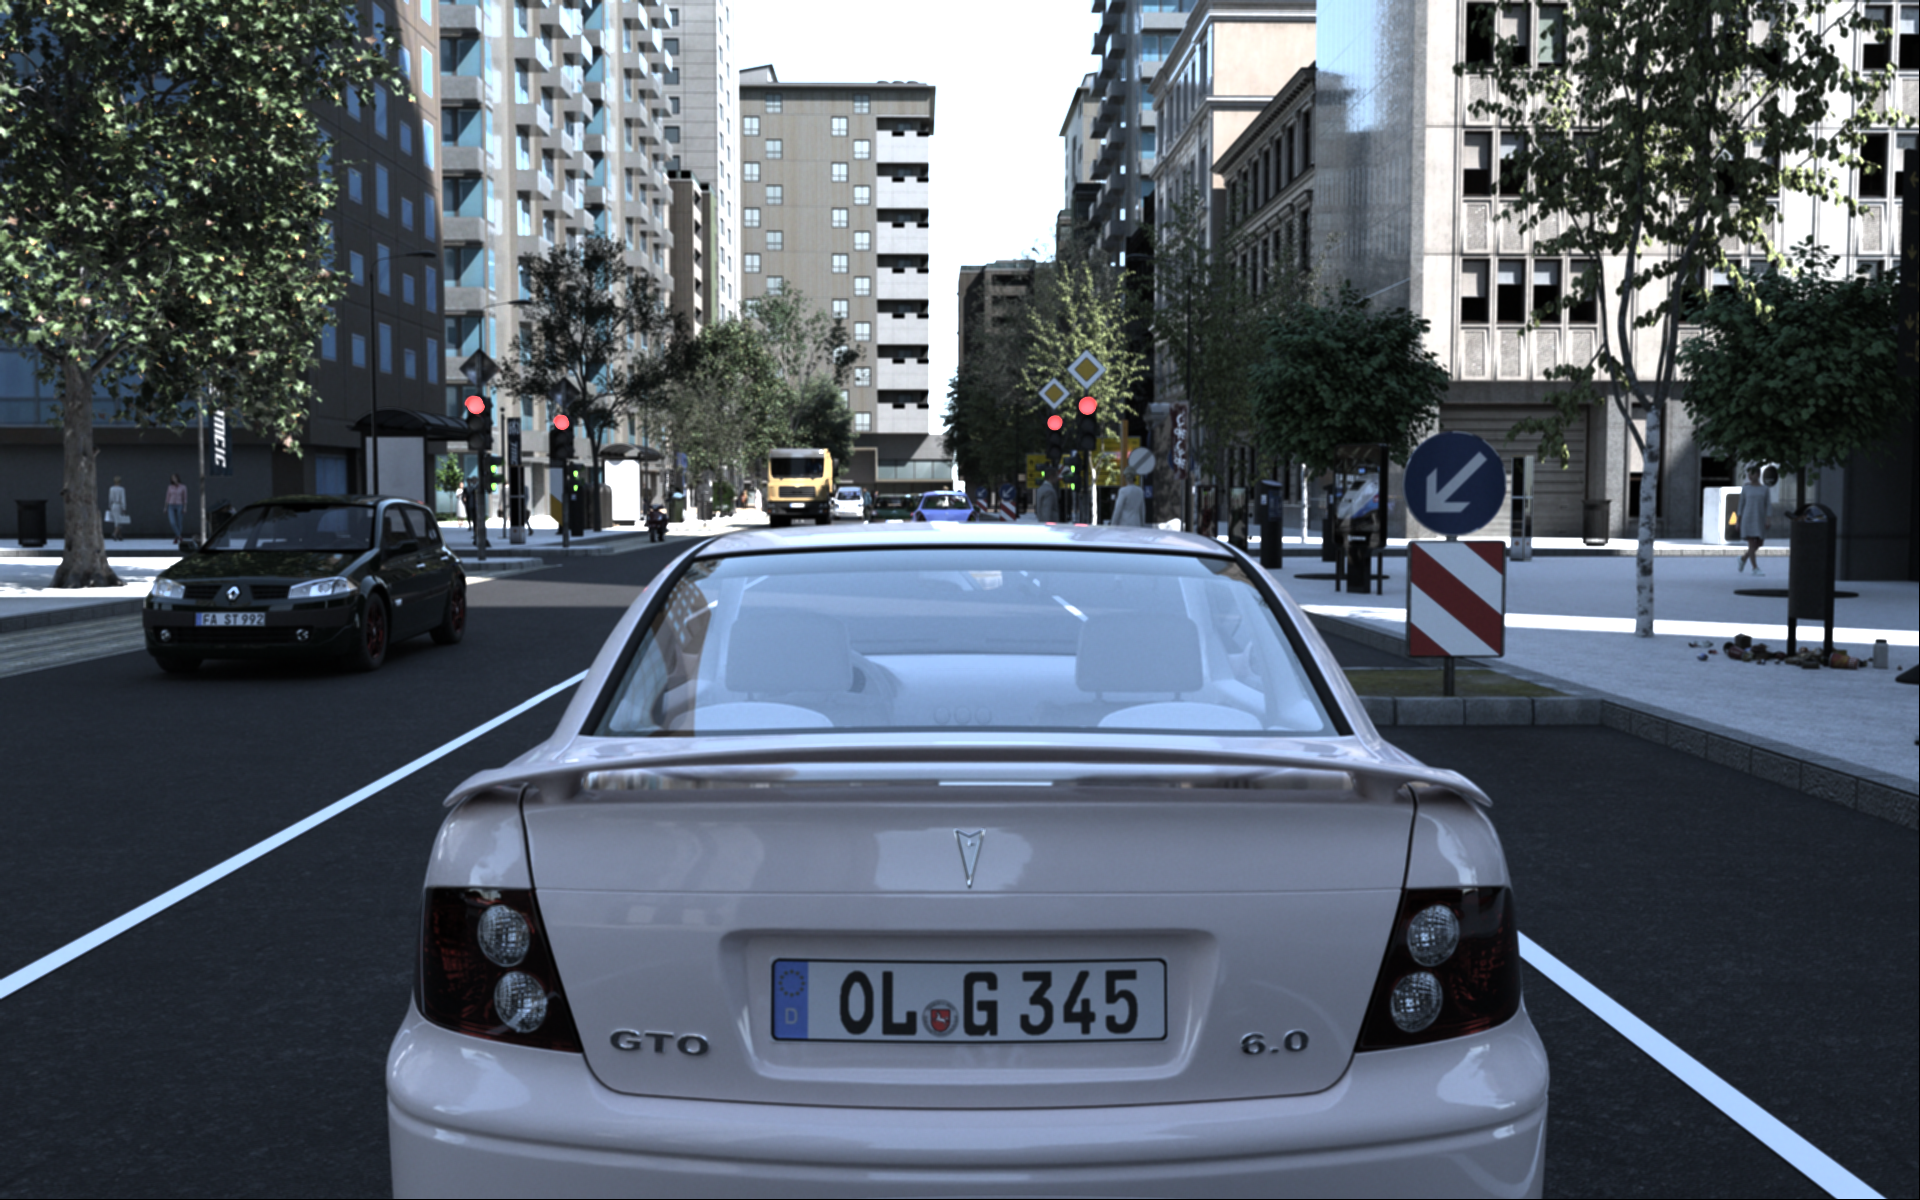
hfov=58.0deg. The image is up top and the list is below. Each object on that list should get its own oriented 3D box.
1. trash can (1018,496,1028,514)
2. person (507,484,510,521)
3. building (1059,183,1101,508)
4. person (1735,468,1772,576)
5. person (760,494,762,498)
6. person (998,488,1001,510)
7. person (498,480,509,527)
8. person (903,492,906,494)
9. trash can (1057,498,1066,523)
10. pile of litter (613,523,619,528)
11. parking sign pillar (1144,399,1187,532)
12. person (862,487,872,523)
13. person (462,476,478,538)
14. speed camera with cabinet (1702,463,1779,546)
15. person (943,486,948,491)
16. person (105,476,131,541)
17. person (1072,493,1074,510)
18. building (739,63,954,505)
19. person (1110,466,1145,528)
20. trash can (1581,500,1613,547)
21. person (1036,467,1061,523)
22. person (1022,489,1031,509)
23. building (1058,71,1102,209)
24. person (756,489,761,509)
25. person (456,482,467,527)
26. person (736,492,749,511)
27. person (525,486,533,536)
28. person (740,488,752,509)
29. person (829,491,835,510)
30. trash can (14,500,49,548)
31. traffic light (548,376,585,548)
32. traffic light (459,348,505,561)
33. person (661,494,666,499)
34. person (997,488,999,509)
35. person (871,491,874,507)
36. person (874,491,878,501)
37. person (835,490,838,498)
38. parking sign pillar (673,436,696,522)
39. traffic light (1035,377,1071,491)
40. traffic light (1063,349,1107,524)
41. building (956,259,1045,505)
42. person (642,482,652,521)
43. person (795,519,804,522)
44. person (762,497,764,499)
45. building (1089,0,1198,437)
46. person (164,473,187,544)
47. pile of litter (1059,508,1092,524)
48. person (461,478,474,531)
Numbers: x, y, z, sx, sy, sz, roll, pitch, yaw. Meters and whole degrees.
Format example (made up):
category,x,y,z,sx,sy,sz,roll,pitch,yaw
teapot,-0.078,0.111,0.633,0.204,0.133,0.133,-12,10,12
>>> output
category,x,y,z,sx,sy,sz,roll,pitch,yaw
trash can,3.985,-6.112,111.586,0.748,1.137,0.748,0,3,0
person,-21.692,-4.679,82.812,0.520,1.790,0.573,1,4,9
building,17.242,-23.956,163.383,14.160,30.474,14.107,0,4,-1
person,12.564,-1.266,27.500,0.466,1.731,0.760,-1,4,-12
person,-21.504,-11.167,189.554,0.756,1.711,0.436,1,4,17
person,3.340,-8.228,141.086,0.721,1.766,1.217,0,4,6
person,-17.467,-3.727,66.941,0.822,1.834,0.622,3,5,42
person,-4.840,-8.795,153.774,0.593,1.643,0.415,-2,4,-26
trash can,4.066,-3.677,71.776,0.748,1.137,0.748,0,3,0
pile of litter,-13.882,-3.236,66.878,1.176,0.858,1.719,-3,4,-38
parking sign pillar,5.803,-3.696,48.903,1.447,3.967,1.447,-3,4,-36
person,-4.393,-4.479,82.068,0.444,1.785,0.601,-1,4,-20
person,-14.069,-2.683,50.082,0.661,1.801,0.590,2,4,32
speed camera with cabinet,19.529,-2.992,43.250,2.038,3.252,0.660,-2,4,-25
person,-0.631,-4.414,80.894,0.641,1.798,0.478,1,4,23
person,-23.104,-2.509,47.422,0.694,1.780,0.624,2,4,24
person,8.960,-8.189,140.660,1.217,1.736,0.721,1,4,18
building,-14.699,-38.659,221.311,27.495,52.752,28.713,0,4,-1
person,2.514,-1.029,25.201,0.818,1.842,0.514,2,4,24
trash can,15.585,-1.883,42.438,0.748,1.137,0.748,0,3,0
person,1.234,-0.956,24.244,0.853,1.813,0.709,-1,4,-14
person,5.856,-8.871,151.879,0.742,1.727,0.445,-1,4,-20
building,27.367,-38.741,222.650,27.495,52.752,28.713,0,4,-1
person,-17.237,-8.604,147.394,0.621,1.740,0.551,0,4,3
person,-19.482,-3.742,67.798,0.524,1.755,0.480,2,4,29
person,-16.674,-7.566,133.002,1.065,1.426,0.557,1,4,14
person,-13.530,-2.889,53.397,0.709,1.813,0.853,1,4,21
person,-18.463,-8.749,149.187,1.348,1.812,0.705,2,4,29
person,-10.852,-8.419,146.980,1.217,1.723,0.721,-2,4,-26
trash can,-22.373,-1.841,41.754,0.748,1.137,0.748,0,3,0
traffic light,-9.419,-3.207,41.361,0.839,4.253,0.868,0,4,-1
traffic light,-9.227,-2.719,33.378,0.839,4.253,0.868,0,4,-1
person,-19.878,-6.802,118.073,1.217,1.723,0.721,2,4,25
person,3.330,-9.016,153.550,0.705,1.812,1.348,0,4,4
person,-9.797,-11.278,192.855,0.705,1.831,1.348,-1,4,-23
person,-6.892,-8.122,142.214,0.530,1.710,0.541,0,4,7
person,-9.729,-7.737,135.707,0.721,1.736,1.217,-1,4,-9
parking sign pillar,-13.114,-5.671,81.189,1.447,3.967,1.447,0,4,1
traffic light,2.239,-3.225,41.655,0.839,4.253,0.868,0,4,-1
traffic light,2.430,-2.737,33.672,0.839,4.253,0.868,0,4,-1
building,6.689,-27.175,216.018,14.107,30.474,14.160,0,4,-1
person,-14.868,-4.673,82.349,0.836,1.842,0.656,0,4,-2
person,-8.365,-4.930,89.292,0.537,1.800,0.526,1,4,18
person,-19.548,-10.181,172.501,0.705,1.824,1.348,-1,4,-21
building,22.291,-31.816,139.794,23.786,49.044,30.456,0,4,-1
person,-20.159,-2.351,44.498,0.555,1.821,0.388,-1,4,-19
pile of litter,4.018,-2.668,57.585,1.176,0.858,1.719,0,4,-4
person,-16.988,-3.325,60.177,0.659,1.850,0.755,-1,4,-14
